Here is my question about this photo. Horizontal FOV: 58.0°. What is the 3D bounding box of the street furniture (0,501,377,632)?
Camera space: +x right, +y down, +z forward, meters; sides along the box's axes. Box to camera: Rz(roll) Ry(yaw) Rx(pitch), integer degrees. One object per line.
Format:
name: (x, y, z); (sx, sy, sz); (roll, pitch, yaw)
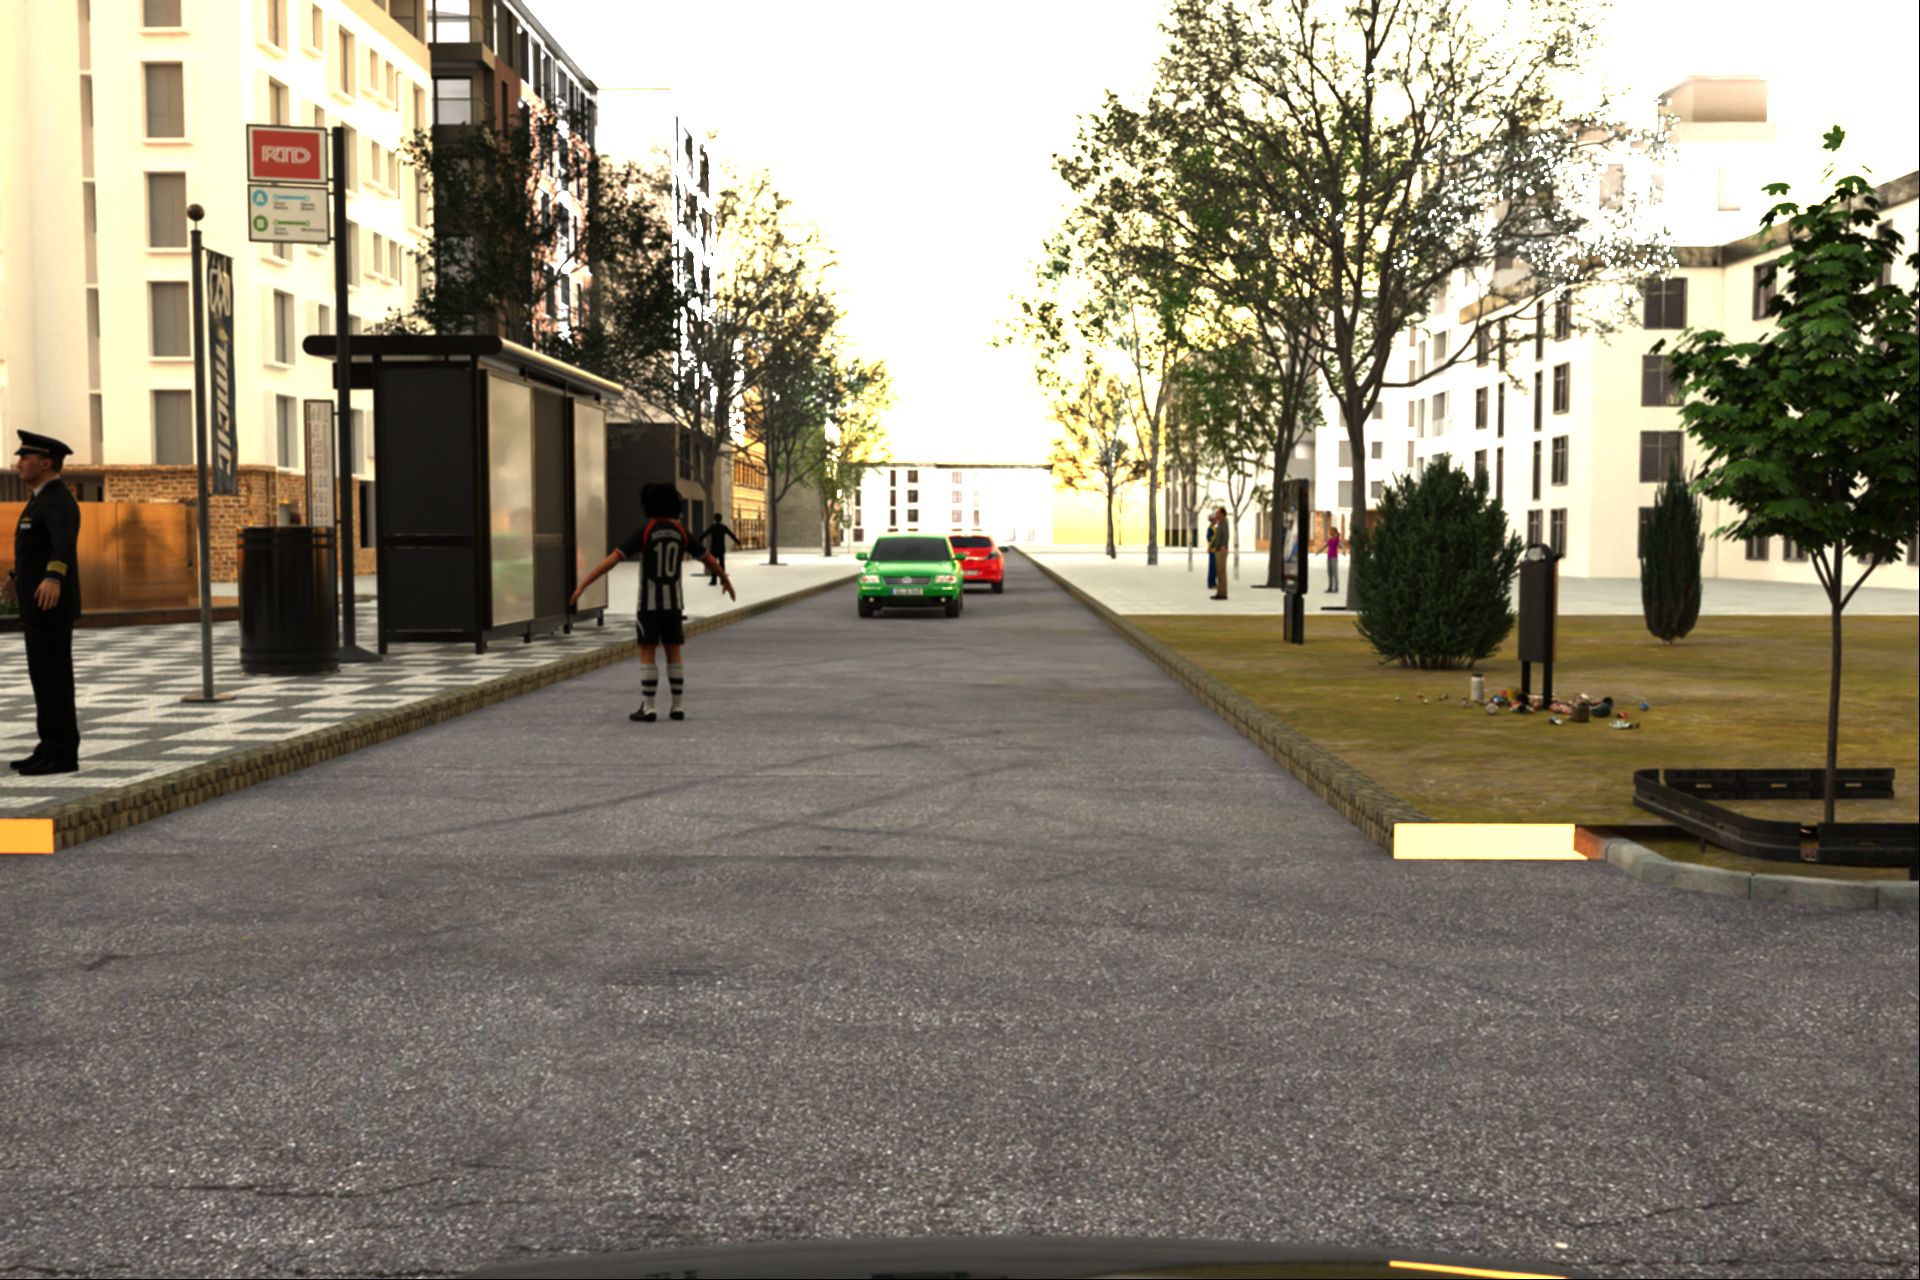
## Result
street furniture: (-15.073, -1.200, 26.478); (9.812, 1.723, 11.010); (2, 4, 27)

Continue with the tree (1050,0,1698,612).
tree: (6.635, -7.228, 28.552); (12.009, 13.543, 11.850); (0, 3, 0)

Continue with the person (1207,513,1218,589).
person: (6.018, -2.086, 40.578); (0.721, 1.772, 1.216); (2, 4, 23)

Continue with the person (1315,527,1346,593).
person: (8.093, -1.745, 37.798); (0.599, 1.433, 0.991); (-2, 4, -28)

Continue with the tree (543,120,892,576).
tree: (-7.707, -8.688, 52.423); (12.009, 13.543, 11.850); (0, 3, 0)

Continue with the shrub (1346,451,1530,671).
shrub: (4.544, -0.762, 16.508); (1.661, 2.075, 1.752); (0, 3, 0)

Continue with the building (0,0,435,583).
building: (-23.460, -11.666, 47.153); (16.016, 20.090, 11.380); (0, 4, 2)

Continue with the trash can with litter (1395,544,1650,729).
trash can with litter: (4.173, -0.085, 12.453); (1.678, 1.210, 2.233); (0, 4, 1)

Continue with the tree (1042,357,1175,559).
tree: (7.710, -9.547, 90.510); (7.601, 10.594, 8.767); (1, 4, 9)

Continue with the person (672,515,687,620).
person: (-4.286, -1.226, 25.809); (0.705, 1.858, 1.354); (-3, 5, -43)

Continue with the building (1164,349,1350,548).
building: (30.525, -18.828, 174.303); (16.747, 18.905, 31.486); (0, 4, 1)

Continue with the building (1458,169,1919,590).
building: (22.924, -6.636, 50.652); (9.099, 9.664, 28.070); (0, 4, 1)

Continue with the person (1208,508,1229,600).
person: (5.102, -1.696, 34.002); (0.705, 1.796, 1.348); (0, 4, -3)

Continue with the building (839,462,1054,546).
building: (-3.086, -15.783, 202.653); (28.070, 9.664, 9.099); (0, 4, -5)

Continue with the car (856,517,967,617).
car: (-0.852, -1.368, 31.169); (1.959, 1.807, 4.718); (0, 4, 1)

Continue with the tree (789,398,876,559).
tree: (-6.756, -8.430, 88.196); (4.737, 8.622, 4.395); (0, 3, 0)

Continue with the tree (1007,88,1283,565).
tree: (8.167, -13.261, 72.702); (12.611, 20.169, 13.585); (0, 3, 0)

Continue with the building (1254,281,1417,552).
building: (28.231, -17.011, 134.544); (16.016, 20.090, 11.380); (0, 4, 2)

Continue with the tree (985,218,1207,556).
tree: (8.179, -15.183, 104.130); (12.611, 20.169, 13.585); (0, 3, 0)

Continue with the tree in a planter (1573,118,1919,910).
tree in a planter: (3.816, -0.628, 7.498); (1.991, 3.239, 1.994); (0, 4, 1)

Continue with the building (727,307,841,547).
building: (-22.343, -21.188, 177.358); (19.493, 23.208, 18.063); (0, 4, 1)

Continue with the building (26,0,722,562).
building: (-27.085, -14.294, 77.687); (27.936, 21.610, 32.646); (0, 4, 1)

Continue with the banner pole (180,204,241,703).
banner pole: (-5.791, -1.434, 13.471); (0.401, 3.779, 0.863); (0, 4, 1)

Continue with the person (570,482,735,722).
person: (-2.313, -0.288, 13.305); (1.345, 1.843, 0.704); (-2, 4, -32)

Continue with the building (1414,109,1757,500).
building: (27.519, -13.898, 83.648); (16.016, 20.090, 11.380); (0, 4, 2)

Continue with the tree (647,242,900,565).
tree: (-7.654, -9.886, 72.005); (12.009, 13.543, 11.850); (0, 3, 0)

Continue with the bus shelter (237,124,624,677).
bus shelter: (-5.843, -2.575, 19.734); (2.179, 5.291, 8.768); (0, 4, 1)

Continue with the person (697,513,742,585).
person: (-6.076, -2.276, 43.391); (1.347, 1.806, 0.705); (-2, 4, -29)

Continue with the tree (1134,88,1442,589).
tree: (7.673, -7.042, 40.886); (9.928, 11.665, 9.643); (0, 3, 0)

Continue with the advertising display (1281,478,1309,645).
advertising display: (3.951, -0.933, 20.466); (0.123, 1.923, 0.974); (0, 4, -1)

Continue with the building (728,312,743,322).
building: (-23.758, -17.890, 148.920); (16.016, 20.090, 11.380); (0, 4, 0)

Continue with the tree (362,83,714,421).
tree: (-8.494, -6.161, 35.139); (8.767, 10.594, 7.601); (2, 4, 29)

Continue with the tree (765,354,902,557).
tree: (-7.328, -10.498, 97.405); (9.928, 11.665, 9.643); (0, 3, 0)

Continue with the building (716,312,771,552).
building: (-25.495, -18.547, 134.165); (19.493, 23.208, 18.063); (0, 4, 1)

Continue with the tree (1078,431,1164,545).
tree: (18.338, -17.687, 199.558); (12.009, 13.543, 11.850); (0, 3, 0)

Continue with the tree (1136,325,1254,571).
tree: (7.921, -6.674, 59.478); (4.360, 8.622, 3.978); (0, 3, 0)

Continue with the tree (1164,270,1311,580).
tree: (7.682, -5.966, 47.899); (4.737, 8.622, 4.395); (0, 3, 0)

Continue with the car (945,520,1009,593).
car: (0.152, -2.094, 43.270); (2.155, 1.783, 4.494); (0, 4, 0)

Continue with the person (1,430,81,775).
person: (-4.959, -0.209, 9.358); (0.705, 1.837, 1.347); (-3, 4, -36)

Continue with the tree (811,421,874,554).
tree: (-6.906, -9.836, 111.179); (4.360, 8.622, 3.978); (0, 3, 0)
